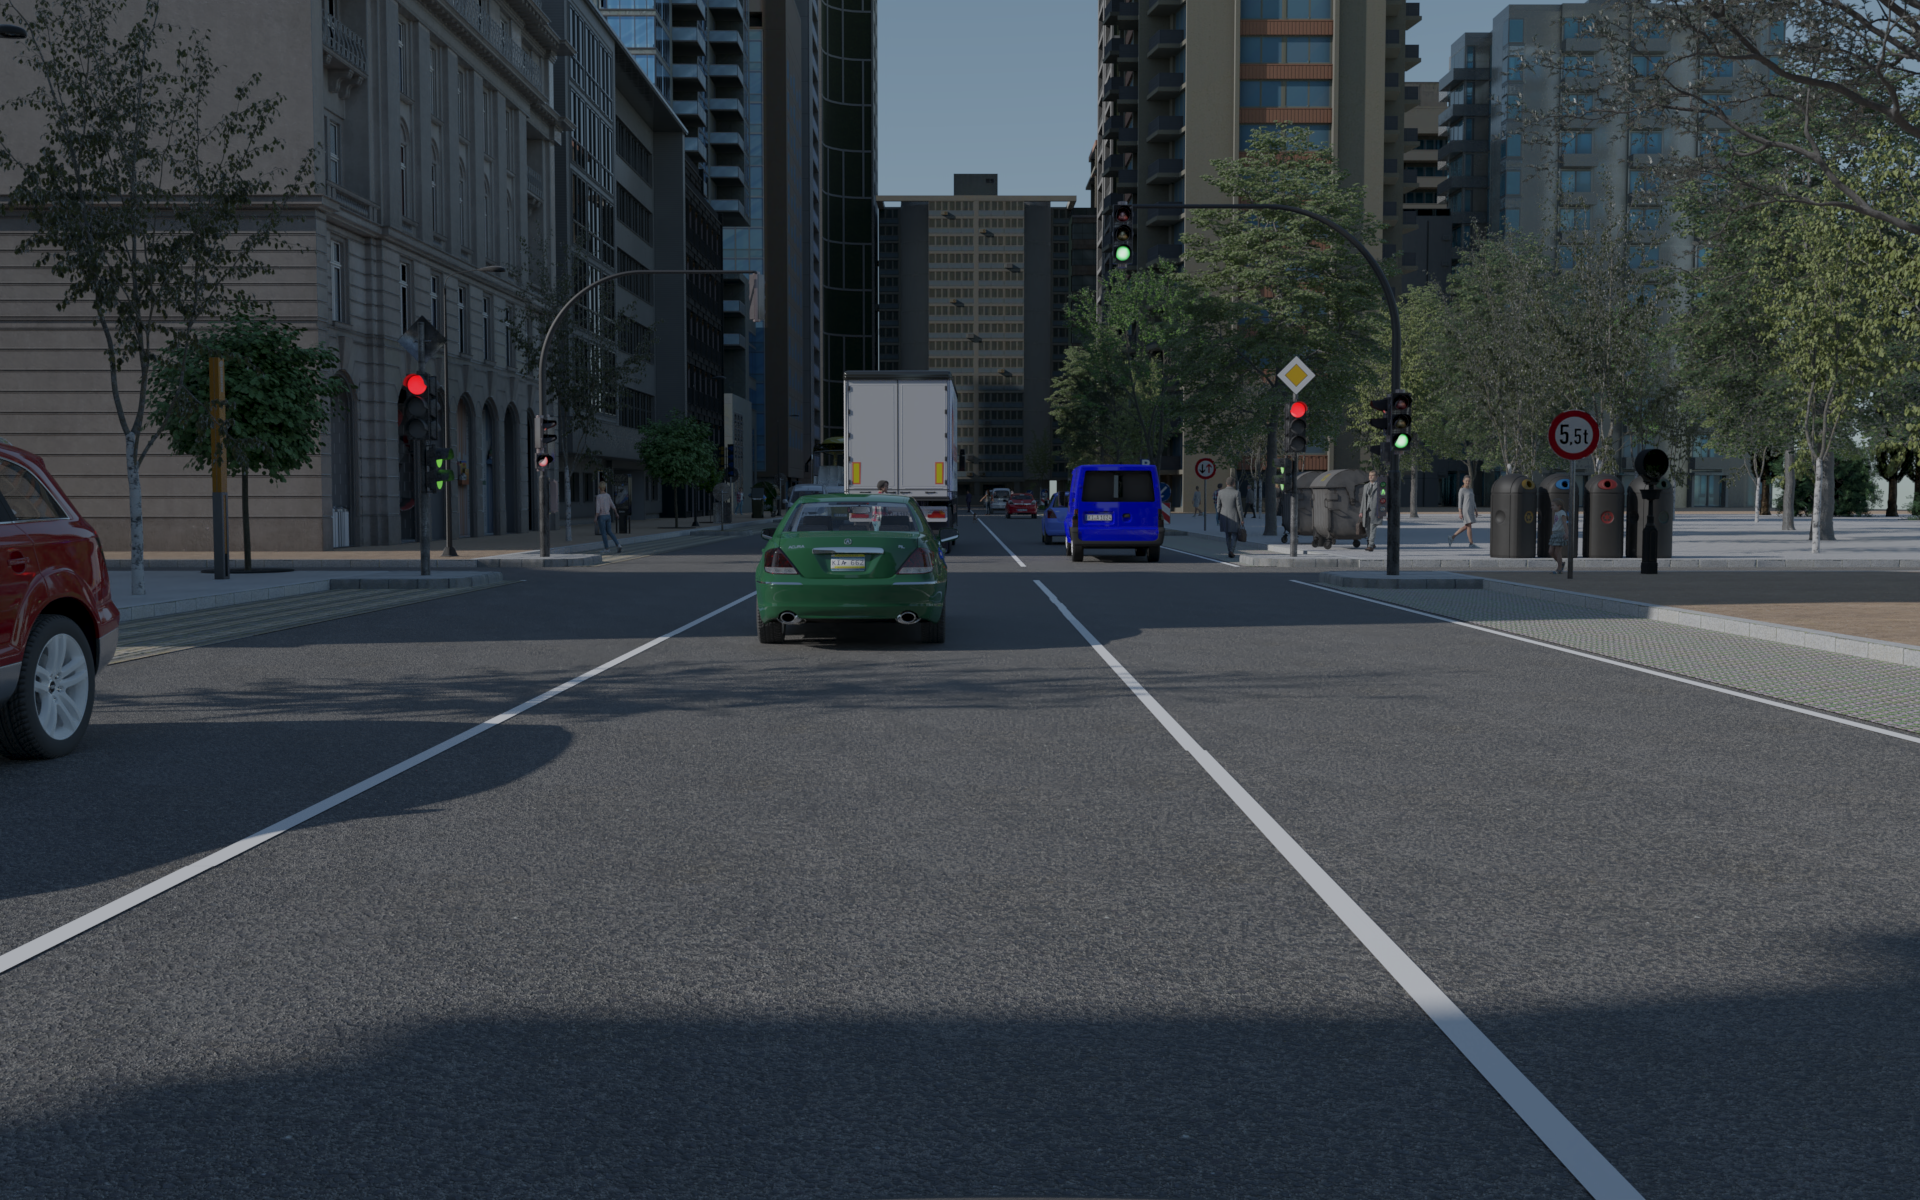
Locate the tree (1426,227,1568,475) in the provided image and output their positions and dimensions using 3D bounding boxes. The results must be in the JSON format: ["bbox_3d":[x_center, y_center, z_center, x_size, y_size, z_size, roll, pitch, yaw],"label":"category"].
[{"bbox_3d":[26.811,-10.753,82.467,9.857,13.997,8.962,0,3,0],"label":"tree"}]

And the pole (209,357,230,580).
[{"bbox_3d":[-11.109,-1.965,25.977,0.158,3.312,0.155,0,3,0],"label":"pole"}]

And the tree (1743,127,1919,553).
[{"bbox_3d":[18.788,-5.319,37.331,4.737,8.622,4.395,0,3,0],"label":"tree"}]

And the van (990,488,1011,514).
[{"bbox_3d":[3.013,-7.350,127.185,2.013,2.044,4.112,0,4,0],"label":"van"}]

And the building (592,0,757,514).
[{"bbox_3d":[-25.767,-49.624,124.023,22.319,86.520,31.000,0,4,0],"label":"building"}]

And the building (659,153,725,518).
[{"bbox_3d":[-20.778,-16.499,99.439,12.332,23.373,15.834,0,4,0],"label":"building"}]

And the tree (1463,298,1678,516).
[{"bbox_3d":[34.465,-10.241,93.198,9.928,11.665,9.643,0,3,0],"label":"tree"}]

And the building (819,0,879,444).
[{"bbox_3d":[-20.433,-46.968,206.178,20.611,71.187,20.563,0,4,0],"label":"building"}]

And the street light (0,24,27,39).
[{"bbox_3d":[-9.933,-2.737,17.292,1.470,5.913,1.316,0,4,0],"label":"street light"}]

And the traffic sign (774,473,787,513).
[{"bbox_3d":[-10.922,-6.432,105.272,0.768,2.556,0.104,0,4,7],"label":"traffic sign"}]

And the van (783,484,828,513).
[{"bbox_3d":[-6.025,-3.797,69.095,2.013,2.044,4.112,0,4,-2],"label":"van"}]

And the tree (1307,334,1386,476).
[{"bbox_3d":[18.559,-7.777,77.509,4.360,8.622,3.978,0,3,0],"label":"tree"}]

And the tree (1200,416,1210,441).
[{"bbox_3d":[16.903,-9.499,105.663,4.360,8.622,3.978,0,3,0],"label":"tree"}]

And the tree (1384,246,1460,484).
[{"bbox_3d":[14.162,-5.789,45.015,4.360,8.622,3.978,0,3,0],"label":"tree"}]

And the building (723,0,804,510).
[{"bbox_3d":[-21.007,-30.459,148.110,14.600,45.320,14.200,0,4,0],"label":"building"}]

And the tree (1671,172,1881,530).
[{"bbox_3d":[29.110,-8.757,61.308,7.486,12.596,7.792,0,3,0],"label":"tree"}]

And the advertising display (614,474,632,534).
[{"bbox_3d":[-10.943,-3.119,56.211,0.123,1.923,0.974,-3,5,-40],"label":"advertising display"}]

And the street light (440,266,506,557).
[{"bbox_3d":[-9.947,-3.846,35.417,1.470,5.913,1.316,0,4,0],"label":"street light"}]

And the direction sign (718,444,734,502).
[{"bbox_3d":[-10.590,-5.292,78.514,0.876,3.537,0.379,2,4,31],"label":"direction sign"}]

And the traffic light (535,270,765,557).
[{"bbox_3d":[-6.364,-3.708,35.295,4.771,5.953,1.251,0,4,0],"label":"traffic light"}]

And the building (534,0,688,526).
[{"bbox_3d":[-21.288,-15.745,76.495,14.314,24.678,30.058,0,4,0],"label":"building"}]

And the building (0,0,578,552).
[{"bbox_3d":[-20.071,-12.697,49.402,13.314,21.916,24.055,0,4,0],"label":"building"}]

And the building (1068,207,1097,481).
[{"bbox_3d":[17.919,-24.759,176.507,14.160,30.474,14.107,0,4,0],"label":"building"}]

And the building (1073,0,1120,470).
[{"bbox_3d":[21.349,-44.014,157.879,20.563,71.187,20.611,0,4,0],"label":"building"}]

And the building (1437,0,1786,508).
[{"bbox_3d":[63.566,-33.732,171.129,30.456,49.044,23.786,0,4,0],"label":"building"}]

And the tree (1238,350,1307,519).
[{"bbox_3d":[16.273,-8.144,83.518,4.360,8.622,3.978,0,3,0],"label":"tree"}]

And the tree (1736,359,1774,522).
[{"bbox_3d":[36.251,-7.845,78.628,4.360,8.622,3.978,0,3,0],"label":"tree"}]

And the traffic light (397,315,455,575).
[{"bbox_3d":[-8.433,-2.345,27.269,0.839,4.253,0.868,0,4,0],"label":"traffic light"}]

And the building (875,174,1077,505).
[{"bbox_3d":[1.853,-31.854,212.697,23.993,40.220,32.217,0,4,0],"label":"building"}]

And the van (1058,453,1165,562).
[{"bbox_3d":[3.334,-2.071,38.249,2.240,2.365,5.245,0,4,2],"label":"van"}]

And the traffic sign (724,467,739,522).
[{"bbox_3d":[-10.530,-4.858,79.535,0.768,2.556,0.104,1,4,10],"label":"traffic sign"}]

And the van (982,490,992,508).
[{"bbox_3d":[3.397,-10.948,186.018,2.013,2.044,4.112,0,4,-1],"label":"van"}]

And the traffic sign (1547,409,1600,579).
[{"bbox_3d":[9.244,-1.594,26.161,0.768,2.556,0.104,0,4,7],"label":"traffic sign"}]

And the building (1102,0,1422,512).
[{"bbox_3d":[22.512,-29.319,133.995,22.147,44.769,28.867,0,4,0],"label":"building"}]

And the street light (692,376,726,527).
[{"bbox_3d":[-9.931,-5.862,68.388,1.470,5.913,1.316,0,4,0],"label":"street light"}]

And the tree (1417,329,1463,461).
[{"bbox_3d":[30.528,-10.846,103.089,9.928,11.665,9.643,0,3,0],"label":"tree"}]

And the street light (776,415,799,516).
[{"bbox_3d":[-10.067,-7.868,101.185,1.470,5.913,1.316,0,4,0],"label":"street light"}]

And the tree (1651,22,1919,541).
[{"bbox_3d":[23.895,-8.634,47.828,9.857,13.997,8.962,0,3,0],"label":"tree"}]

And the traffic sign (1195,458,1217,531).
[{"bbox_3d":[8.570,-3.694,60.497,0.768,2.556,0.104,0,4,3],"label":"traffic sign"}]

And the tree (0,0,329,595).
[{"bbox_3d":[-10.323,-4.361,21.659,4.360,8.622,3.978,0,3,0],"label":"tree"}]

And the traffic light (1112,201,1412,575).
[{"bbox_3d":[4.737,-3.212,27.180,4.771,5.953,1.251,0,4,0],"label":"traffic light"}]

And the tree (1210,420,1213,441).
[{"bbox_3d":[16.698,-8.936,96.459,4.360,8.622,3.978,0,3,0],"label":"tree"}]

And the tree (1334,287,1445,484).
[{"bbox_3d":[15.519,-6.835,62.111,4.737,8.622,4.395,0,3,0],"label":"tree"}]

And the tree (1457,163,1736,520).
[{"bbox_3d":[13.830,-5.355,37.914,4.360,8.622,3.978,0,3,0],"label":"tree"}]

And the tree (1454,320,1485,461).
[{"bbox_3d":[24.653,-10.722,93.425,7.486,12.596,7.792,0,3,0],"label":"tree"}]

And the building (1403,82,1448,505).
[{"bbox_3d":[53.531,-35.706,207.495,21.600,48.544,21.300,0,4,0],"label":"building"}]

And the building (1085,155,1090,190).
[{"bbox_3d":[28.298,-33.811,207.431,28.867,44.769,22.147,0,4,0],"label":"building"}]

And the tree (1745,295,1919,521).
[{"bbox_3d":[53.914,-12.206,101.394,18.604,14.587,13.155,-1,4,-21],"label":"tree"}]

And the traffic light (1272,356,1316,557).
[{"bbox_3d":[6.806,-2.837,35.312,0.839,4.253,0.868,0,4,0],"label":"traffic light"}]

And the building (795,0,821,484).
[{"bbox_3d":[-28.268,-38.518,171.762,28.212,58.520,21.231,0,4,0],"label":"building"}]

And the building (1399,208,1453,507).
[{"bbox_3d":[41.270,-24.791,177.028,14.107,30.474,14.160,0,4,0],"label":"building"}]

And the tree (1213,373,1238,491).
[{"bbox_3d":[15.709,-8.477,88.969,4.360,8.622,3.978,0,3,0],"label":"tree"}]
